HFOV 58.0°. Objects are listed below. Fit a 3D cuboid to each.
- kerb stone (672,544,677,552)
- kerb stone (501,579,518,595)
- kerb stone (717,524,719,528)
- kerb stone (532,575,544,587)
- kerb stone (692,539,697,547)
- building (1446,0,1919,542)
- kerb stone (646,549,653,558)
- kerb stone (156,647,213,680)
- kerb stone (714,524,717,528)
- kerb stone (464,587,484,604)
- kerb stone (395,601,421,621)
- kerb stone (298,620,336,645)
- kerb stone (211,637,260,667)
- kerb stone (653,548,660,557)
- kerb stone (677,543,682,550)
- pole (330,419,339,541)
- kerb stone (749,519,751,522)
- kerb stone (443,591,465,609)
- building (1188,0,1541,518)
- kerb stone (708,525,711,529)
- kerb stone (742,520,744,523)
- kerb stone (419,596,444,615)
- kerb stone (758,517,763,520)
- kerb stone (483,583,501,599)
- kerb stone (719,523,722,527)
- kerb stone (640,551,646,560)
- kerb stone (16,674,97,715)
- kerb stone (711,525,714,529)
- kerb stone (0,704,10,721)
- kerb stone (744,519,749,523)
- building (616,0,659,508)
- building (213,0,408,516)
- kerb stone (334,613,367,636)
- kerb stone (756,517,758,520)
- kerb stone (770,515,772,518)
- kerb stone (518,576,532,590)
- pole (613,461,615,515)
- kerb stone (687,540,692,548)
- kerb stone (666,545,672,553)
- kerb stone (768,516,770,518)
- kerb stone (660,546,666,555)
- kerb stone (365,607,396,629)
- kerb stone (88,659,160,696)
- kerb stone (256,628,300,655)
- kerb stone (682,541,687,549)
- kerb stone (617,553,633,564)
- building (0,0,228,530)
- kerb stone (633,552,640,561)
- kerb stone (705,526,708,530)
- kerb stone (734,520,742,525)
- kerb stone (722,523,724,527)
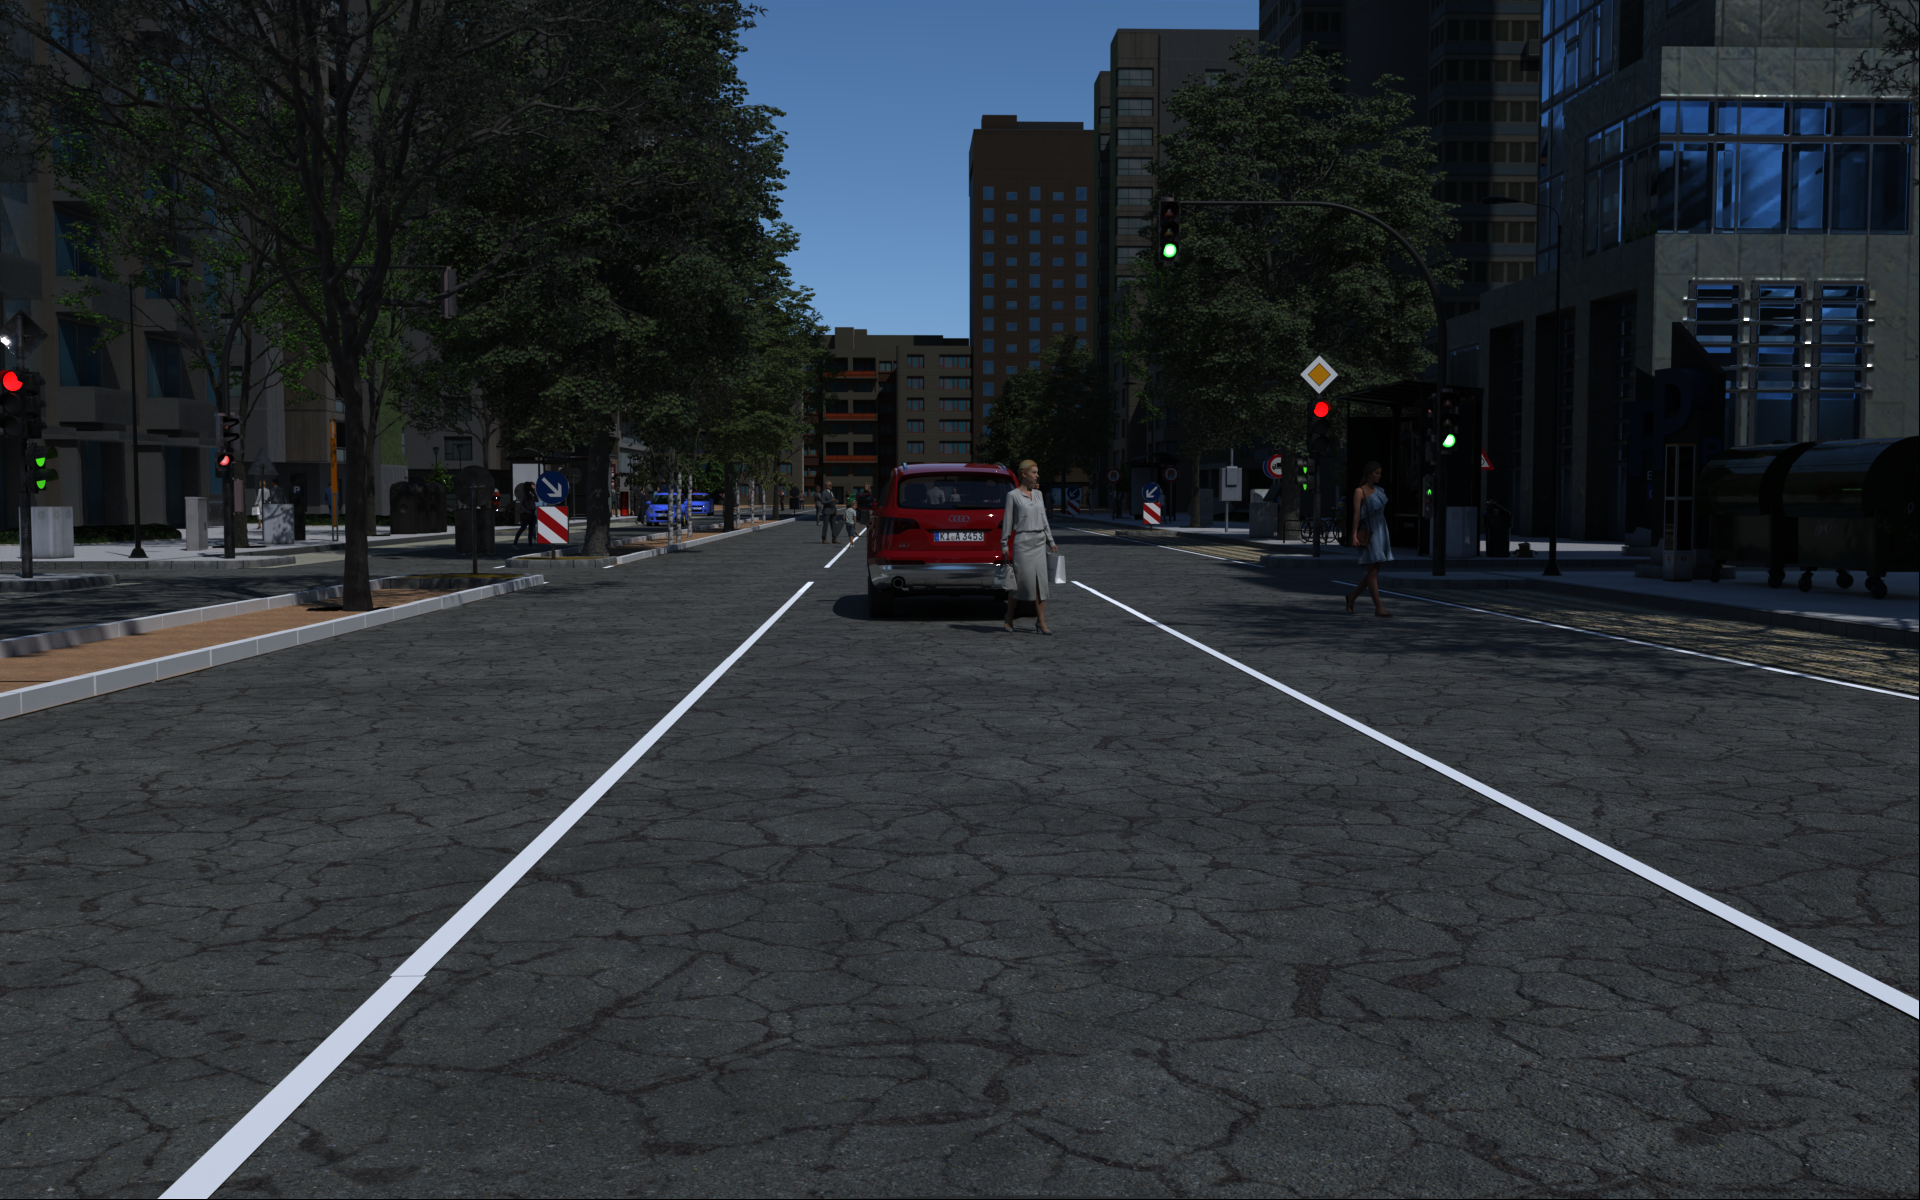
[{"bbox_3d":[-7.209,-1.268,42.974,0.120,0.150,1.000,0,4,-2],"label":"kerb stone"},{"bbox_3d":[-6.598,-0.170,25.013,0.120,0.150,1.000,0,4,-2],"label":"kerb stone"},{"bbox_3d":[-10.313,-3.085,72.630,0.120,0.150,1.000,0,4,-2],"label":"kerb stone"},{"bbox_3d":[-6.667,-0.295,27.056,0.120,0.150,1.000,0,4,-2],"label":"kerb stone"},{"bbox_3d":[-7.350,-1.522,47.073,0.120,0.150,1.000,0,4,-2],"label":"kerb stone"},{"bbox_3d":[32.294,-45.236,52.274,31.000,86.520,22.319,0,4,-2],"label":"building"},{"bbox_3d":[-7.070,-1.019,38.864,0.120,0.150,1.000,0,4,-2],"label":"kerb stone"},{"bbox_3d":[-6.221,0.516,13.762,0.120,0.150,1.000,0,4,-2],"label":"kerb stone"},{"bbox_3d":[-10.284,-3.022,71.606,0.120,0.150,1.000,0,4,-2],"label":"kerb stone"},{"bbox_3d":[-6.533,-0.047,22.970,0.120,0.150,1.000,0,4,-2],"label":"kerb stone"},{"bbox_3d":[-6.423,0.147,19.907,0.120,0.150,1.000,0,4,-2],"label":"kerb stone"},{"bbox_3d":[-6.318,0.330,16.838,0.120,0.150,1.000,0,4,-2],"label":"kerb stone"},{"bbox_3d":[-6.251,0.453,14.789,0.120,0.150,1.000,0,4,-2],"label":"kerb stone"},{"bbox_3d":[-7.098,-1.081,39.886,0.120,0.150,1.000,0,4,-2],"label":"kerb stone"},{"bbox_3d":[-7.243,-1.334,43.998,0.120,0.150,1.000,0,4,-2],"label":"kerb stone"},{"bbox_3d":[-16.976,-3.249,46.971,0.158,3.312,0.155,0,3,0],"label":"pole"},{"bbox_3d":[-10.834,-4.023,87.994,0.120,0.150,1.000,0,4,-2],"label":"kerb stone"},{"bbox_3d":[-6.489,0.017,21.949,0.120,0.150,1.000,0,4,-2],"label":"kerb stone"},{"bbox_3d":[30.330,-24.882,98.699,32.217,40.220,23.993,0,4,-2],"label":"building"},{"bbox_3d":[-10.213,-2.897,69.562,0.120,0.150,1.000,0,4,-2],"label":"kerb stone"},{"bbox_3d":[-10.694,-3.774,83.897,0.120,0.150,1.000,0,4,-2],"label":"kerb stone"},{"bbox_3d":[-6.460,0.079,20.928,0.120,0.150,1.000,0,4,-2],"label":"kerb stone"},{"bbox_3d":[-11.082,-4.463,95.168,0.120,0.150,1.000,0,4,-2],"label":"kerb stone"},{"bbox_3d":[-6.566,-0.108,23.992,0.120,0.150,1.000,0,4,-2],"label":"kerb stone"},{"bbox_3d":[-10.354,-3.144,73.651,0.120,0.150,1.000,0,4,-2],"label":"kerb stone"},{"bbox_3d":[-7.041,-0.957,37.839,0.120,0.150,1.000,0,4,-2],"label":"kerb stone"},{"bbox_3d":[-6.148,0.642,11.707,0.120,0.150,1.000,0,4,-2],"label":"kerb stone"},{"bbox_3d":[-10.247,-2.952,70.584,0.120,0.150,1.000,0,4,-2],"label":"kerb stone"},{"bbox_3d":[-6.111,0.704,10.685,0.120,0.150,1.000,0,4,-2],"label":"kerb stone"},{"bbox_3d":[-10.806,-3.957,86.972,0.120,0.150,1.000,0,4,-2],"label":"kerb stone"},{"bbox_3d":[-43.188,-35.043,162.198,27.495,52.752,28.713,0,4,-2],"label":"building"},{"bbox_3d":[-37.958,-24.835,89.649,14.154,41.232,14.086,0,4,-2],"label":"building"},{"bbox_3d":[-6.353,0.267,17.859,0.120,0.150,1.000,0,4,-2],"label":"kerb stone"},{"bbox_3d":[-10.982,-4.272,92.089,0.120,0.150,1.000,0,4,-2],"label":"kerb stone"},{"bbox_3d":[-11.319,-4.903,102.354,0.120,0.150,1.000,0,4,-2],"label":"kerb stone"},{"bbox_3d":[-6.635,-0.235,26.035,0.120,0.150,1.000,0,4,-2],"label":"kerb stone"},{"bbox_3d":[-21.454,-6.950,107.480,0.158,3.312,0.155,0,3,0],"label":"pole"},{"bbox_3d":[-7.315,-1.459,46.048,0.120,0.150,1.000,0,4,-2],"label":"kerb stone"},{"bbox_3d":[-7.172,-1.197,41.947,0.120,0.150,1.000,0,4,-2],"label":"kerb stone"},{"bbox_3d":[-11.259,-4.777,100.296,0.120,0.150,1.000,0,4,-2],"label":"kerb stone"},{"bbox_3d":[-7.141,-1.142,40.921,0.120,0.150,1.000,0,4,-2],"label":"kerb stone"},{"bbox_3d":[-6.387,0.203,18.884,0.120,0.150,1.000,0,4,-2],"label":"kerb stone"},{"bbox_3d":[-6.183,0.578,12.740,0.120,0.150,1.000,0,4,-2],"label":"kerb stone"},{"bbox_3d":[-6.285,0.391,15.810,0.120,0.150,1.000,0,4,-2],"label":"kerb stone"},{"bbox_3d":[-7.282,-1.396,45.025,0.120,0.150,1.000,0,4,-2],"label":"kerb stone"},{"bbox_3d":[-6.959,-0.829,35.795,0.120,0.150,1.000,0,4,-2],"label":"kerb stone"},{"bbox_3d":[-38.706,-26.634,55.072,23.786,49.044,30.456,0,4,-2],"label":"building"},{"bbox_3d":[-6.999,-0.889,36.817,0.120,0.150,1.000,0,4,-2],"label":"kerb stone"},{"bbox_3d":[-10.183,-2.834,68.536,0.120,0.150,1.000,0,4,-2],"label":"kerb stone"},{"bbox_3d":[-10.662,-3.705,82.876,0.120,0.150,1.000,0,4,-2],"label":"kerb stone"},{"bbox_3d":[-10.386,-3.207,74.677,0.120,0.150,1.000,0,4,-2],"label":"kerb stone"}]
